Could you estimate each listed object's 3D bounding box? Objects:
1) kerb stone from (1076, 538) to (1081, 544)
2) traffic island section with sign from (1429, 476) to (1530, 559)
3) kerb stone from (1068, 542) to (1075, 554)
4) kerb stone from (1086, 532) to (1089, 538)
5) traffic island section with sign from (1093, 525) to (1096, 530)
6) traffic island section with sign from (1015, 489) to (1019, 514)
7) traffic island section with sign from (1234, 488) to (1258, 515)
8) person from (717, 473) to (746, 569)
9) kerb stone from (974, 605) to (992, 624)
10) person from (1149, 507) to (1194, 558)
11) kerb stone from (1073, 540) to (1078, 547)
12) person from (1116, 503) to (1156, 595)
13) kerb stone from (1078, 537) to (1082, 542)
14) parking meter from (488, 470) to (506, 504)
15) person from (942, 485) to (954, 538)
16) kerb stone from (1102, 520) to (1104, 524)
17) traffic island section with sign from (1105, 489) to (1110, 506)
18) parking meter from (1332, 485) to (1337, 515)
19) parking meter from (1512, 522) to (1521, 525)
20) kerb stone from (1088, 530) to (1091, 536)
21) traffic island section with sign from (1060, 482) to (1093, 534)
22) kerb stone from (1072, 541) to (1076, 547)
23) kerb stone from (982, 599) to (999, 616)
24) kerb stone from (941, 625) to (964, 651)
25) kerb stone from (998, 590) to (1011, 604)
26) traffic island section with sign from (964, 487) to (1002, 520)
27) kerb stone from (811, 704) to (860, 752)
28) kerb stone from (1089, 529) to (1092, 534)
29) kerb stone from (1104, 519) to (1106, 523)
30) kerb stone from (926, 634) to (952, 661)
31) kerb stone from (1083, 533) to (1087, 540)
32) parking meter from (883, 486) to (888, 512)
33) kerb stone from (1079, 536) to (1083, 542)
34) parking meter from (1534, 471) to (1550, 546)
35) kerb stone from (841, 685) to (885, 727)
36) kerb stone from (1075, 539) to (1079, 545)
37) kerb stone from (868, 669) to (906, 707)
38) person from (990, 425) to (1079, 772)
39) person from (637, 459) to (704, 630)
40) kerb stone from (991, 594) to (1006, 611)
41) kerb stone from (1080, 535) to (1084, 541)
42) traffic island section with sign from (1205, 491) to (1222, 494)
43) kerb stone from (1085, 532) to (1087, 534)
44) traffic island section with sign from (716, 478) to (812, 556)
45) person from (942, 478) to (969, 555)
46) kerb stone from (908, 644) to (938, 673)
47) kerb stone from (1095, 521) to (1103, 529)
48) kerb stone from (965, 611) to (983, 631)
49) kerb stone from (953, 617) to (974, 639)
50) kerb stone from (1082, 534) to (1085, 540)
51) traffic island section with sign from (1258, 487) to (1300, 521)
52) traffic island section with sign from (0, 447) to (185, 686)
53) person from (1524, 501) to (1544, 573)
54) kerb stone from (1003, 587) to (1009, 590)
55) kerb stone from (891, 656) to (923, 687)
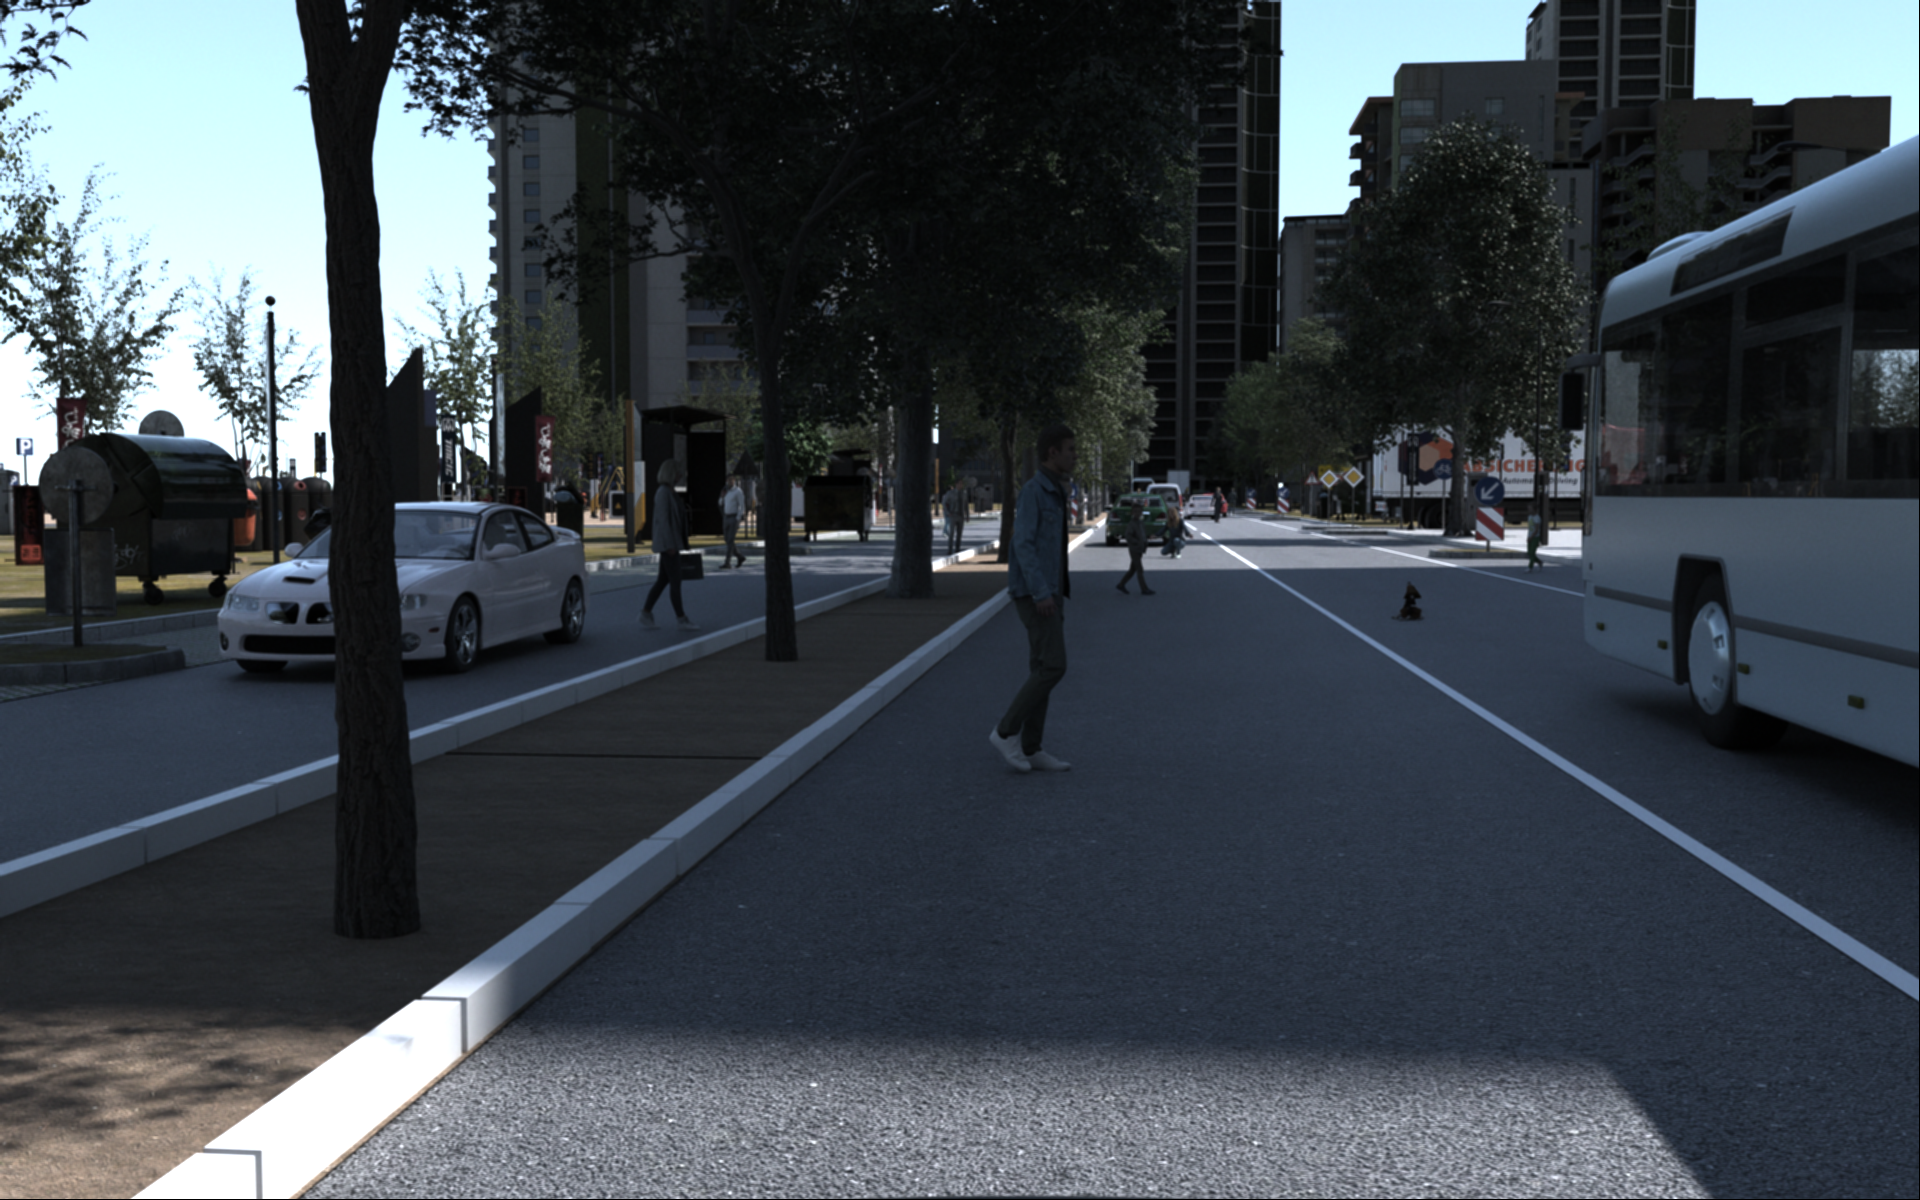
[{"bbox_3d":[3.177,-1.558,47.701,0.120,0.150,1.000,0,4,6],"label":"kerb stone"},{"bbox_3d":[11.702,-1.866,39.145,1.989,1.847,2.006,0,4,6],"label":"traffic island section with sign"},{"bbox_3d":[2.755,-1.305,43.626,0.120,0.150,1.000,0,4,6],"label":"kerb stone"},{"bbox_3d":[3.922,-1.995,54.835,0.120,0.150,1.000,0,4,6],"label":"kerb stone"},{"bbox_3d":[4.506,-3.813,70.480,2.006,1.907,1.989,0,4,6],"label":"traffic island section with sign"},{"bbox_3d":[3.914,-6.978,122.721,1.989,1.847,2.006,0,4,6],"label":"traffic island section with sign"},{"bbox_3d":[20.200,-6.875,121.028,1.989,1.847,2.006,0,4,6],"label":"traffic island section with sign"},{"bbox_3d":[-4.407,-1.511,33.310,0.679,1.850,0.850,2,4,34],"label":"person"},{"bbox_3d":[0.220,0.187,19.181,0.120,0.150,1.000,0,4,6],"label":"kerb stone"},{"bbox_3d":[4.834,-1.514,38.745,1.012,1.151,0.738,3,4,36],"label":"person"},{"bbox_3d":[2.966,-1.435,45.664,0.120,0.150,1.000,0,4,6],"label":"kerb stone"},{"bbox_3d":[2.520,-0.730,24.703,0.640,1.303,0.475,2,4,25],"label":"person"},{"bbox_3d":[3.283,-1.618,48.721,0.120,0.150,1.000,0,4,6],"label":"kerb stone"},{"bbox_3d":[-11.133,-2.197,41.639,0.399,1.863,0.255,3,4,38],"label":"parking meter"},{"bbox_3d":[-0.410,-2.912,56.952,0.643,1.720,0.563,-2,4,-33],"label":"person"},{"bbox_3d":[6.300,-3.405,77.874,0.120,0.150,1.000,0,4,6],"label":"kerb stone"},{"bbox_3d":[12.255,-8.384,145.219,2.006,1.907,1.989,0,4,6],"label":"traffic island section with sign"},{"bbox_3d":[23.002,-6.137,106.052,0.399,1.863,0.255,3,5,40],"label":"parking meter"},{"bbox_3d":[23.343,-3.925,72.592,0.372,1.533,0.369,0,3,0],"label":"parking meter"},{"bbox_3d":[4.130,-2.121,56.877,0.120,0.150,1.000,0,4,6],"label":"kerb stone"},{"bbox_3d":[3.732,-3.362,63.113,2.006,1.907,1.989,0,4,6],"label":"traffic island section with sign"},{"bbox_3d":[2.853,-1.370,44.643,0.120,0.150,1.000,0,4,6],"label":"kerb stone"},{"bbox_3d":[0.322,0.125,20.198,0.120,0.150,1.000,0,4,6],"label":"kerb stone"},{"bbox_3d":[-0.097,0.373,16.125,0.120,0.150,1.000,0,4,6],"label":"kerb stone"},{"bbox_3d":[0.531,0.001,22.236,0.120,0.150,1.000,0,4,6],"label":"kerb stone"},{"bbox_3d":[1.123,-5.338,95.911,1.989,1.847,2.006,0,4,6],"label":"traffic island section with sign"},{"bbox_3d":[-0.731,0.749,10.010,0.120,0.150,1.000,0,4,6],"label":"kerb stone"},{"bbox_3d":[4.342,-2.246,58.910,0.120,0.150,1.000,0,4,6],"label":"kerb stone"},{"bbox_3d":[6.624,-3.590,80.926,0.120,0.150,1.000,0,4,6],"label":"kerb stone"},{"bbox_3d":[-0.209,0.433,15.109,0.120,0.150,1.000,0,4,6],"label":"kerb stone"},{"bbox_3d":[3.710,-1.872,52.802,0.120,0.150,1.000,0,4,6],"label":"kerb stone"},{"bbox_3d":[-5.235,-7.141,122.459,0.255,1.863,0.399,-2,4,-34],"label":"parking meter"},{"bbox_3d":[3.388,-1.685,49.740,0.120,0.150,1.000,0,4,6],"label":"kerb stone"},{"bbox_3d":[14.455,-2.286,43.085,0.255,1.863,0.399,3,5,44],"label":"parking meter"},{"bbox_3d":[-0.630,0.688,11.027,0.120,0.150,1.000,0,4,6],"label":"kerb stone"},{"bbox_3d":[3.074,-1.498,46.681,0.120,0.150,1.000,0,4,6],"label":"kerb stone"},{"bbox_3d":[-0.523,0.621,12.043,0.120,0.150,1.000,0,4,6],"label":"kerb stone"},{"bbox_3d":[0.388,-0.004,8.914,0.444,1.785,0.601,1,4,22],"label":"person"},{"bbox_3d":[-3.074,-0.593,18.372,0.728,1.800,0.709,0,4,8],"label":"person"},{"bbox_3d":[0.430,0.067,21.219,0.120,0.150,1.000,0,4,6],"label":"kerb stone"},{"bbox_3d":[3.494,-1.742,50.765,0.120,0.150,1.000,0,4,6],"label":"kerb stone"},{"bbox_3d":[25.428,-9.958,171.443,1.989,1.847,2.006,0,4,6],"label":"traffic island section with sign"},{"bbox_3d":[3.806,-1.934,53.819,0.120,0.150,1.000,0,4,6],"label":"kerb stone"},{"bbox_3d":[-4.580,-1.979,40.980,1.989,1.847,2.006,0,4,6],"label":"traffic island section with sign"},{"bbox_3d":[-0.082,-1.992,41.173,0.635,1.810,0.391,-2,4,-31],"label":"person"},{"bbox_3d":[-0.316,0.496,14.092,0.120,0.150,1.000,0,4,6],"label":"kerb stone"},{"bbox_3d":[6.094,-3.281,75.837,0.120,0.150,1.000,0,4,6],"label":"kerb stone"},{"bbox_3d":[0.113,0.247,18.164,0.120,0.150,1.000,0,4,6],"label":"kerb stone"},{"bbox_3d":[0.005,0.309,17.144,0.120,0.150,1.000,0,4,6],"label":"kerb stone"},{"bbox_3d":[3.599,-1.810,51.786,0.120,0.150,1.000,0,4,6],"label":"kerb stone"},{"bbox_3d":[17.412,-5.235,94.217,1.989,1.847,2.006,0,4,6],"label":"traffic island section with sign"},{"bbox_3d":[-7.390,-0.317,13.803,1.989,1.847,2.006,0,4,6],"label":"traffic island section with sign"},{"bbox_3d":[10.526,-1.160,31.718,0.590,1.304,0.306,-2,4,-35],"label":"person"},{"bbox_3d":[0.638,-0.063,23.252,0.120,0.150,1.000,0,4,6],"label":"kerb stone"},{"bbox_3d":[-0.421,0.562,13.060,0.120,0.150,1.000,0,4,6],"label":"kerb stone"}]
